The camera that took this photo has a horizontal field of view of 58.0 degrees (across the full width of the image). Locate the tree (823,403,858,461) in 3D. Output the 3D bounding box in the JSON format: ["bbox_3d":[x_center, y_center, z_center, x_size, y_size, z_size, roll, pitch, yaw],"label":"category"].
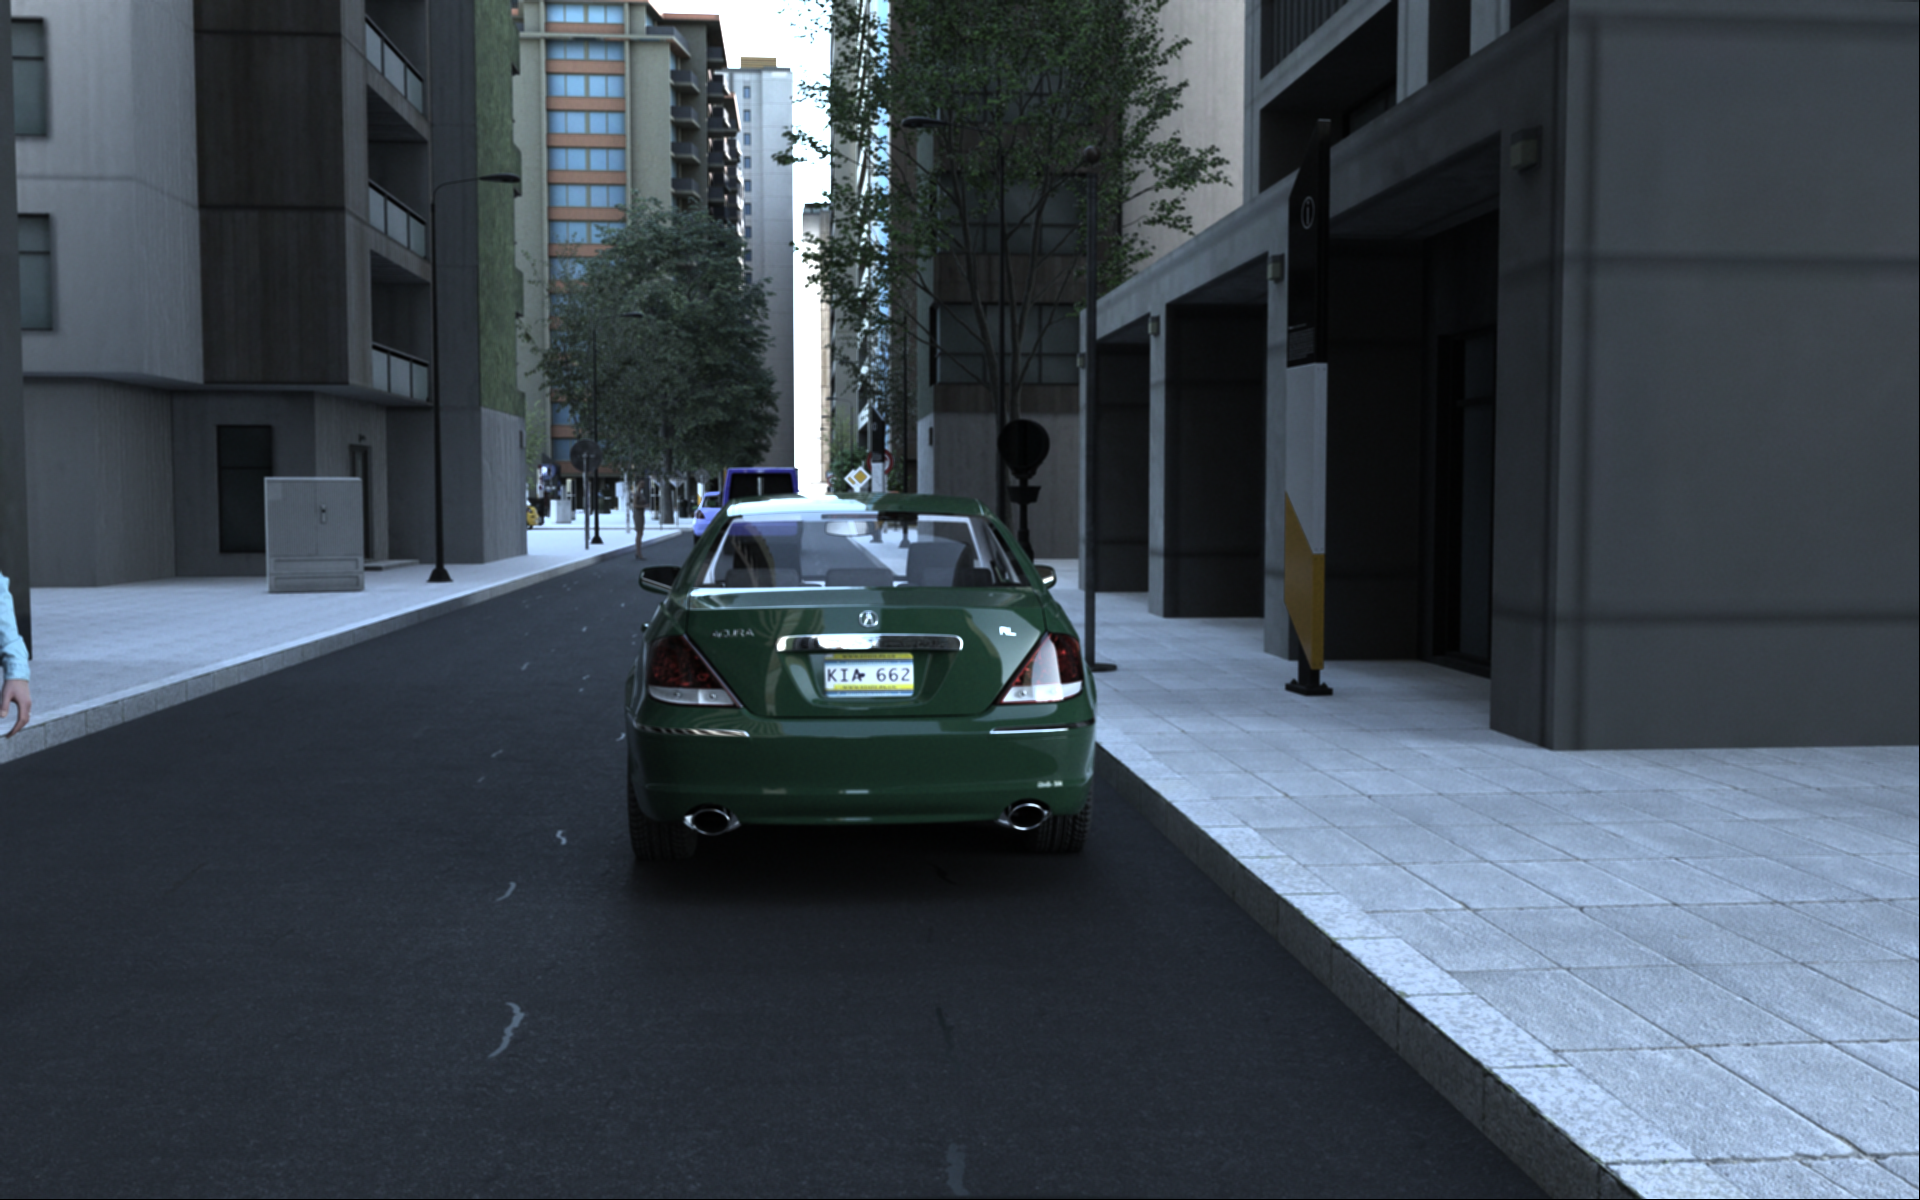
[{"bbox_3d":[-9.091,-11.510,138.553,4.737,8.622,4.395,0,3,0],"label":"tree"}]

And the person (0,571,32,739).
[{"bbox_3d":[-2.804,0.233,4.547,0.638,1.841,0.748,-3,4,-38],"label":"person"}]

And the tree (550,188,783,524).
[{"bbox_3d":[-12.469,-10.225,73.841,9.857,13.997,8.962,0,3,0],"label":"tree"}]

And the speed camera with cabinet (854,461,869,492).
[{"bbox_3d":[-5.280,-6.636,102.841,2.038,3.252,0.660,-3,4,-38],"label":"speed camera with cabinet"}]

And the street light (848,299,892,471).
[{"bbox_3d":[-1.841,-4.190,41.054,1.470,5.913,1.316,0,4,-5],"label":"street light"}]

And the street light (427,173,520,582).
[{"bbox_3d":[-7.068,-3.220,25.194,1.470,5.913,1.316,0,4,-5],"label":"street light"}]

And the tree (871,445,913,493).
[{"bbox_3d":[-2.508,-4.520,68.501,1.663,3.219,1.824,0,3,0],"label":"tree"}]

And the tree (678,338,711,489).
[{"bbox_3d":[-10.671,-6.448,55.784,4.360,8.622,3.978,0,3,0],"label":"tree"}]

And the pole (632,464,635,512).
[{"bbox_3d":[-22.188,-7.582,117.805,0.158,3.312,0.155,0,3,0],"label":"pole"}]

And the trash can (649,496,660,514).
[{"bbox_3d":[-18.875,-5.843,107.181,0.748,1.137,0.748,0,3,0],"label":"trash can"}]

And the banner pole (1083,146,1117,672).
[{"bbox_3d":[0.976,-1.393,12.787,0.401,3.779,0.863,0,4,7],"label":"banner pole"}]

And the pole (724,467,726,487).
[{"bbox_3d":[-15.766,-7.494,116.365,0.158,3.312,0.155,0,3,0],"label":"pole"}]

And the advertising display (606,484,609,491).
[{"bbox_3d":[-23.188,-6.649,113.930,0.123,1.923,0.974,0,4,-8],"label":"advertising display"}]

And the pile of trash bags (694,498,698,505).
[{"bbox_3d":[-18.706,-7.437,131.352,1.912,1.369,3.447,3,5,42],"label":"pile of trash bags"}]

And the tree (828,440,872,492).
[{"bbox_3d":[-6.421,-7.470,105.853,4.285,4.588,4.351,0,3,0],"label":"tree"}]

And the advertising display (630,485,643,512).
[{"bbox_3d":[-23.636,-7.431,126.714,0.974,1.923,0.123,1,4,14],"label":"advertising display"}]

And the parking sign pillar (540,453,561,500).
[{"bbox_3d":[-26.511,-7.561,112.096,1.447,3.967,1.447,1,4,17],"label":"parking sign pillar"}]

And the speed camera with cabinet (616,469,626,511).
[{"bbox_3d":[-25.635,-8.376,131.281,0.660,3.252,2.038,0,4,0],"label":"speed camera with cabinet"}]

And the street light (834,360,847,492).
[{"bbox_3d":[-3.550,-5.367,60.286,1.470,5.913,1.316,0,4,-5],"label":"street light"}]

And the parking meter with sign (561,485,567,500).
[{"bbox_3d":[-32.472,-8.885,141.525,0.543,3.016,1.738,1,4,16],"label":"parking meter with sign"}]

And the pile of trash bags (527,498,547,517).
[{"bbox_3d":[-24.993,-5.388,97.840,1.912,1.369,3.447,2,4,33],"label":"pile of trash bags"}]

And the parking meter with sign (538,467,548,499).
[{"bbox_3d":[-26.579,-6.958,110.022,0.543,3.016,1.738,0,4,-4],"label":"parking meter with sign"}]

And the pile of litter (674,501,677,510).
[{"bbox_3d":[-22.804,-7.719,140.162,1.719,0.858,1.176,0,4,4],"label":"pile of litter"}]

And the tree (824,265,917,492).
[{"bbox_3d":[-2.197,-6.466,56.089,4.360,8.622,3.978,0,3,0],"label":"tree"}]

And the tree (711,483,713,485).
[{"bbox_3d":[-16.347,-9.671,108.485,4.360,8.622,3.978,0,3,0],"label":"tree"}]

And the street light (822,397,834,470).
[{"bbox_3d":[-5.742,-6.777,83.353,1.470,5.913,1.316,0,4,-5],"label":"street light"}]

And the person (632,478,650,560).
[{"bbox_3d":[-7.010,-1.788,38.076,0.374,1.781,0.599,0,4,5],"label":"person"}]

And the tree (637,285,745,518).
[{"bbox_3d":[-15.060,-10.765,94.140,7.486,12.596,7.792,0,3,0],"label":"tree"}]

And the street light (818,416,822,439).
[{"bbox_3d":[-7.550,-7.970,102.844,1.470,5.913,1.316,0,4,-5],"label":"street light"}]

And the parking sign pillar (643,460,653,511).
[{"bbox_3d":[-24.013,-8.903,134.035,1.447,3.967,1.447,1,4,16],"label":"parking sign pillar"}]

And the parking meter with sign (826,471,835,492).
[{"bbox_3d":[-9.678,-8.340,132.626,0.543,3.016,1.738,-2,4,-26],"label":"parking meter with sign"}]

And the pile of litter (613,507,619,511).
[{"bbox_3d":[-26.527,-7.410,135.119,1.176,0.858,1.719,2,4,34],"label":"pile of litter"}]

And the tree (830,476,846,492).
[{"bbox_3d":[-7.833,-7.323,114.329,1.663,3.219,1.824,0,3,0],"label":"tree"}]

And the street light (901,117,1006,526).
[{"bbox_3d":[-0.022,-2.997,21.537,1.470,5.913,1.316,0,4,-5],"label":"street light"}]

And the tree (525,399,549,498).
[{"bbox_3d":[-32.232,-10.870,128.094,4.737,8.622,4.395,0,3,0],"label":"tree"}]

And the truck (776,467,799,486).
[{"bbox_3d":[-18.745,-12.128,187.205,2.839,4.237,11.283,0,4,-7],"label":"truck"}]

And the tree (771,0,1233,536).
[{"bbox_3d":[0.750,-6.291,28.612,9.928,11.665,9.643,0,3,0],"label":"tree"}]

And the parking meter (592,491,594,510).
[{"bbox_3d":[-26.572,-7.120,124.827,0.372,1.533,0.369,0,3,0],"label":"parking meter"}]

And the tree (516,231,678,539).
[{"bbox_3d":[-10.450,-6.007,48.577,4.360,8.622,3.978,0,3,0],"label":"tree"}]

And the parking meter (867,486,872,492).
[{"bbox_3d":[-2.743,-2.816,54.460,0.372,1.533,0.369,0,3,0],"label":"parking meter"}]

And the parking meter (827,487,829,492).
[{"bbox_3d":[-10.171,-7.867,134.333,0.255,1.863,0.399,-1,4,-9],"label":"parking meter"}]

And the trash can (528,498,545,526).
[{"bbox_3d":[-17.189,-3.587,70.307,0.748,1.137,0.748,0,3,0],"label":"trash can"}]

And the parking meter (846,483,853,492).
[{"bbox_3d":[-5.031,-4.499,79.265,0.399,1.863,0.255,0,4,-1],"label":"parking meter"}]

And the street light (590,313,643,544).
[{"bbox_3d":[-8.802,-4.396,44.424,1.470,5.913,1.316,0,4,-5],"label":"street light"}]
